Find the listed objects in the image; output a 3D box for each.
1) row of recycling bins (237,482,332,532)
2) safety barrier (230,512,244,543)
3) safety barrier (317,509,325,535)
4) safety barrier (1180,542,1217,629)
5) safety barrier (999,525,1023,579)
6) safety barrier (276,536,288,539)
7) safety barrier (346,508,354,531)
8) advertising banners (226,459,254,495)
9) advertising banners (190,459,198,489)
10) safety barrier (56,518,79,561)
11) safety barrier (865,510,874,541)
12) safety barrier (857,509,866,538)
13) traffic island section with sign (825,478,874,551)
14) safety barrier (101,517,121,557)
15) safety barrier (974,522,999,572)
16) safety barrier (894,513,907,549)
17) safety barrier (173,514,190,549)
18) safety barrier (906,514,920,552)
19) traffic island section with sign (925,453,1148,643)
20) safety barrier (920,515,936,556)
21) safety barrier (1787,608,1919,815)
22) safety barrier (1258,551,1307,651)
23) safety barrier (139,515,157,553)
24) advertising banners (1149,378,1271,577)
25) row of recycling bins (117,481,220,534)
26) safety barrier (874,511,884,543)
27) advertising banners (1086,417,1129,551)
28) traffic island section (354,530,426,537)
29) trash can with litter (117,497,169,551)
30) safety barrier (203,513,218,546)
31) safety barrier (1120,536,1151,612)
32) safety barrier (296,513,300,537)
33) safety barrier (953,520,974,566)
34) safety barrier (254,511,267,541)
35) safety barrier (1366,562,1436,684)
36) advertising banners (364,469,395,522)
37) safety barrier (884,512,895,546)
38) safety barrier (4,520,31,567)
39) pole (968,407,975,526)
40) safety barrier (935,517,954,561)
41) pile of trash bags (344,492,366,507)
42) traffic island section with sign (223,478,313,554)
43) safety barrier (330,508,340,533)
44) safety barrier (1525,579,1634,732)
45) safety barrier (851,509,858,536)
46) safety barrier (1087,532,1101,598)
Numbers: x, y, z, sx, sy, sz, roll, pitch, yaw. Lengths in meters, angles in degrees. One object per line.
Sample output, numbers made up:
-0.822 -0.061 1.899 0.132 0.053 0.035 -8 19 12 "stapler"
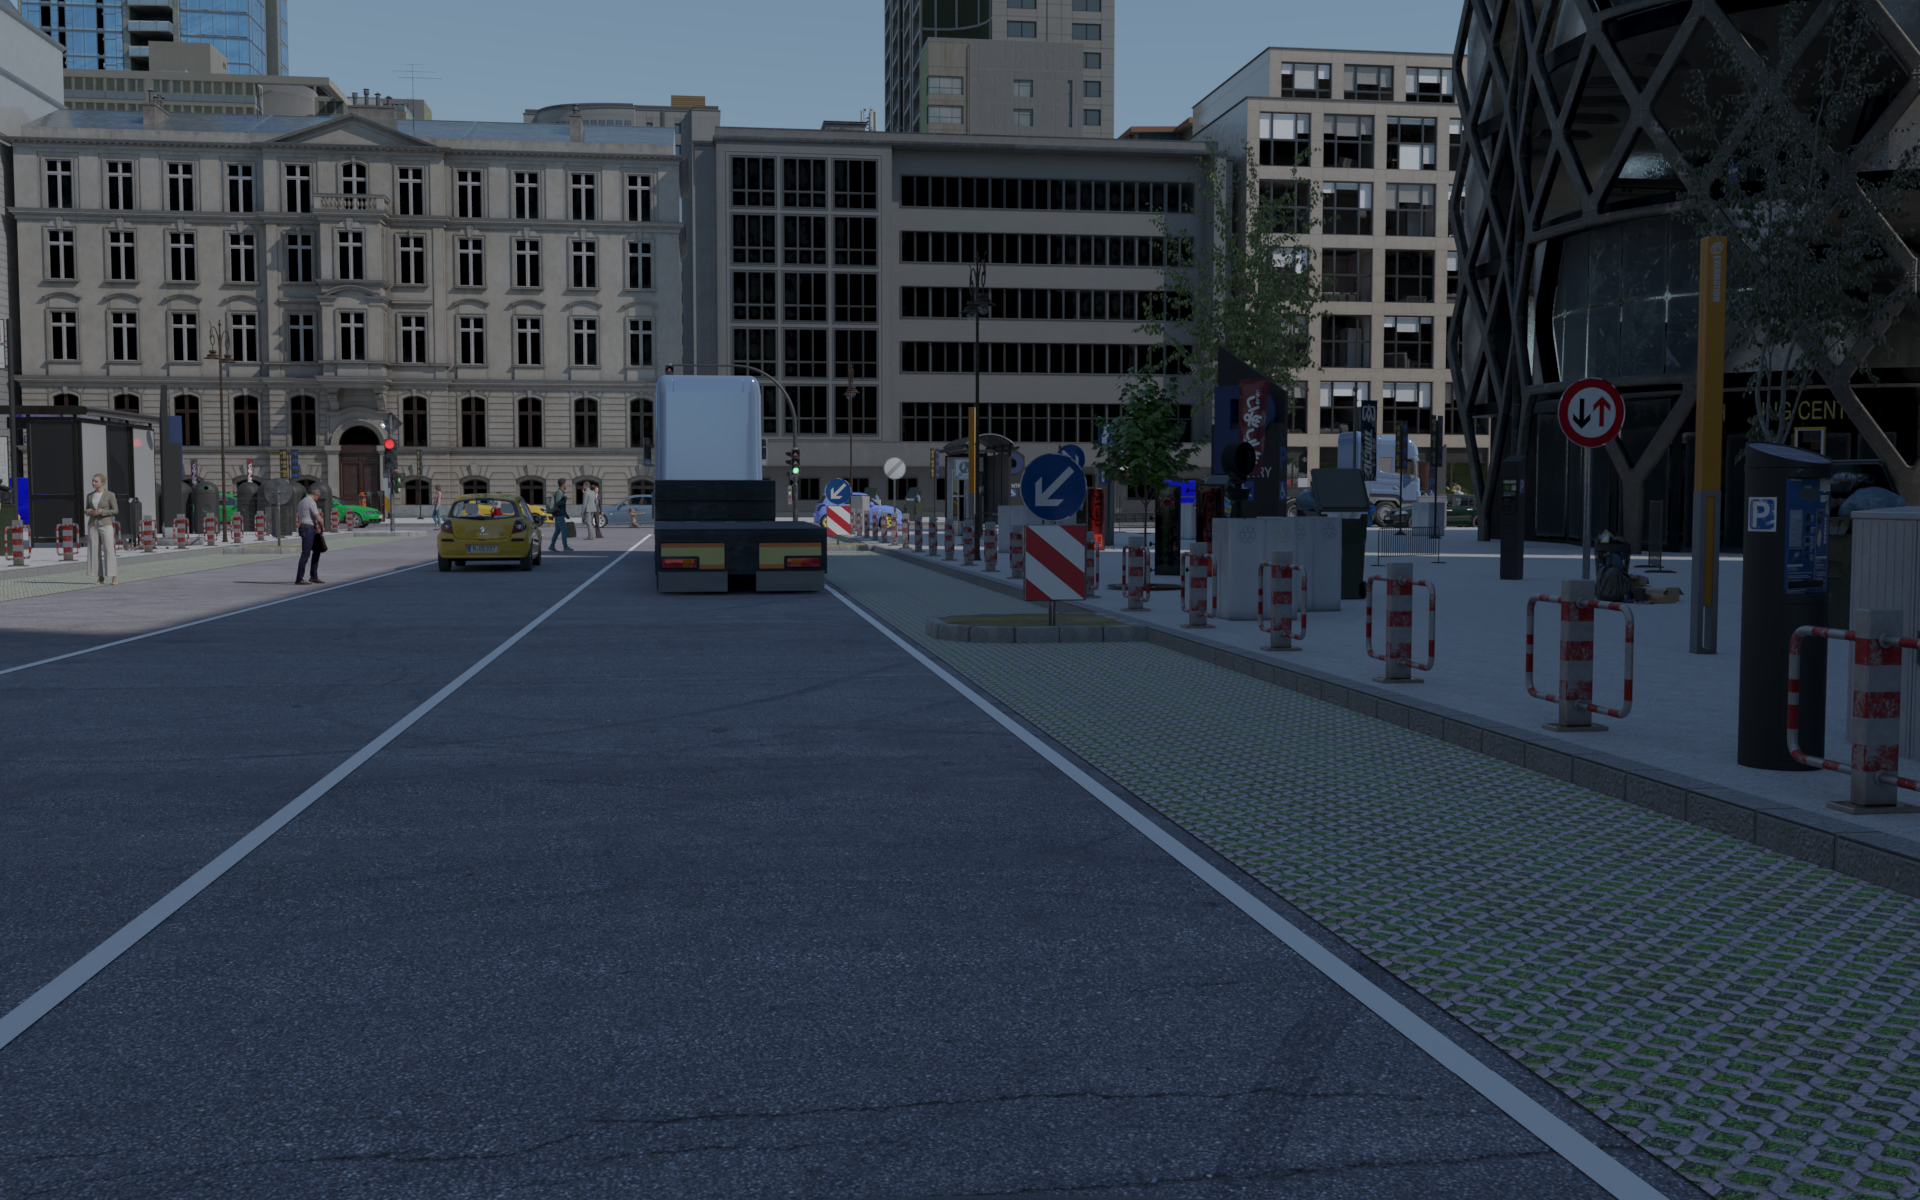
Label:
-22.925 -3.158 58.748 3.534 1.692 1.069 1 4 13 "row of recycling bins"
-18.798 -1.881 45.029 0.300 0.817 1.120 -1 4 -8 "safety barrier"
-20.226 -2.468 54.634 0.300 0.817 1.120 -1 4 -8 "safety barrier"
2.283 -0.142 16.593 0.300 0.817 1.120 -1 4 -8 "safety barrier"
0.866 -0.728 26.173 0.300 0.817 1.120 -1 4 -8 "safety barrier"
-19.511 -2.174 49.822 0.300 0.817 1.120 -1 4 -8 "safety barrier"
-20.934 -2.761 59.424 0.300 0.817 1.120 -1 4 -8 "safety barrier"
-35.507 -5.463 85.512 0.090 3.025 2.074 1 4 14 "advertising banners"
-37.481 -5.495 86.026 2.074 3.025 0.090 2 4 26 "advertising banners"
-17.021 -1.148 33.043 0.300 0.817 1.120 -1 4 -8 "safety barrier"
-2.338 -2.047 47.743 0.300 0.817 1.120 -1 4 -8 "safety barrier"
-2.697 -2.194 50.139 0.300 0.817 1.120 -1 4 -8 "safety barrier"
-3.267 -2.173 44.158 1.989 1.847 2.006 -1 4 -8 "traffic island section with sign"
-17.377 -1.294 35.438 0.300 0.817 1.120 -1 4 -8 "safety barrier"
0.503 -0.874 28.567 0.300 0.817 1.120 -1 4 -8 "safety barrier"
-1.271 -1.607 40.542 0.300 0.817 1.120 -1 4 -8 "safety barrier"
-18.089 -1.587 40.229 0.300 0.817 1.120 -1 4 -8 "safety barrier"
-0.914 -1.460 38.148 0.300 0.817 1.120 -1 4 -8 "safety barrier"
0.690 -0.542 17.494 1.989 1.847 2.006 -1 4 -8 "traffic island section with sign"
-0.559 -1.314 35.753 0.300 0.817 1.120 -1 4 -8 "safety barrier"
3.705 0.445 7.002 0.300 0.817 1.120 -1 4 -8 "safety barrier"
2.635 0.005 14.197 0.300 0.817 1.120 -1 4 -8 "safety barrier"
-17.736 -1.441 37.834 0.300 0.817 1.120 -1 4 -8 "safety barrier"
3.842 -1.869 26.747 2.074 3.025 0.090 3 4 37 "advertising banners"
-25.632 -2.974 55.743 3.534 1.692 1.069 0 4 -3 "row of recycling bins"
-1.984 -1.900 45.342 0.300 0.817 1.120 -1 4 -8 "safety barrier"
3.034 -2.625 39.114 2.074 3.025 0.090 -2 4 -25 "advertising banners"
-19.454 -2.265 59.318 2.009 0.180 2.903 -1 4 -8 "traffic island section"
-19.225 -1.772 40.028 1.678 1.210 2.233 -1 4 -15 "trash can with litter"
-18.446 -1.734 42.634 0.300 0.817 1.120 -1 4 -8 "safety barrier"
1.927 -0.288 18.987 0.300 0.817 1.120 -1 4 -8 "safety barrier"
-19.866 -2.321 52.223 0.300 0.817 1.120 -1 4 -8 "safety barrier"
0.154 -1.021 30.963 0.300 0.817 1.120 -1 4 -8 "safety barrier"
-19.156 -2.028 47.427 0.300 0.817 1.120 -1 4 -8 "safety barrier"
2.992 0.151 11.802 0.300 0.817 1.120 -1 4 -8 "safety barrier"
-26.666 -5.105 79.647 2.074 3.025 0.090 2 4 30 "advertising banners"
-1.625 -1.754 42.948 0.300 0.817 1.120 -1 4 -8 "safety barrier"
-16.669 -1.001 30.647 0.300 0.817 1.120 -1 4 -8 "safety barrier"
0.301 -2.873 40.822 0.158 3.312 0.155 0 3 0 "pole"
-0.204 -1.167 33.358 0.300 0.817 1.120 -1 4 -8 "safety barrier"
-30.206 -4.551 84.164 1.912 1.369 3.447 3 5 39 "pile of trash bags"
-16.558 -2.036 41.917 1.989 1.847 2.006 -1 4 -8 "traffic island section with sign"
-20.584 -2.615 57.028 0.300 0.817 1.120 -1 4 -8 "safety barrier"
3.349 0.298 9.408 0.300 0.817 1.120 -1 4 -8 "safety barrier"
-3.048 -2.340 52.540 0.300 0.817 1.120 -1 4 -8 "safety barrier"
1.575 -0.435 21.383 0.300 0.817 1.120 -1 4 -8 "safety barrier"
